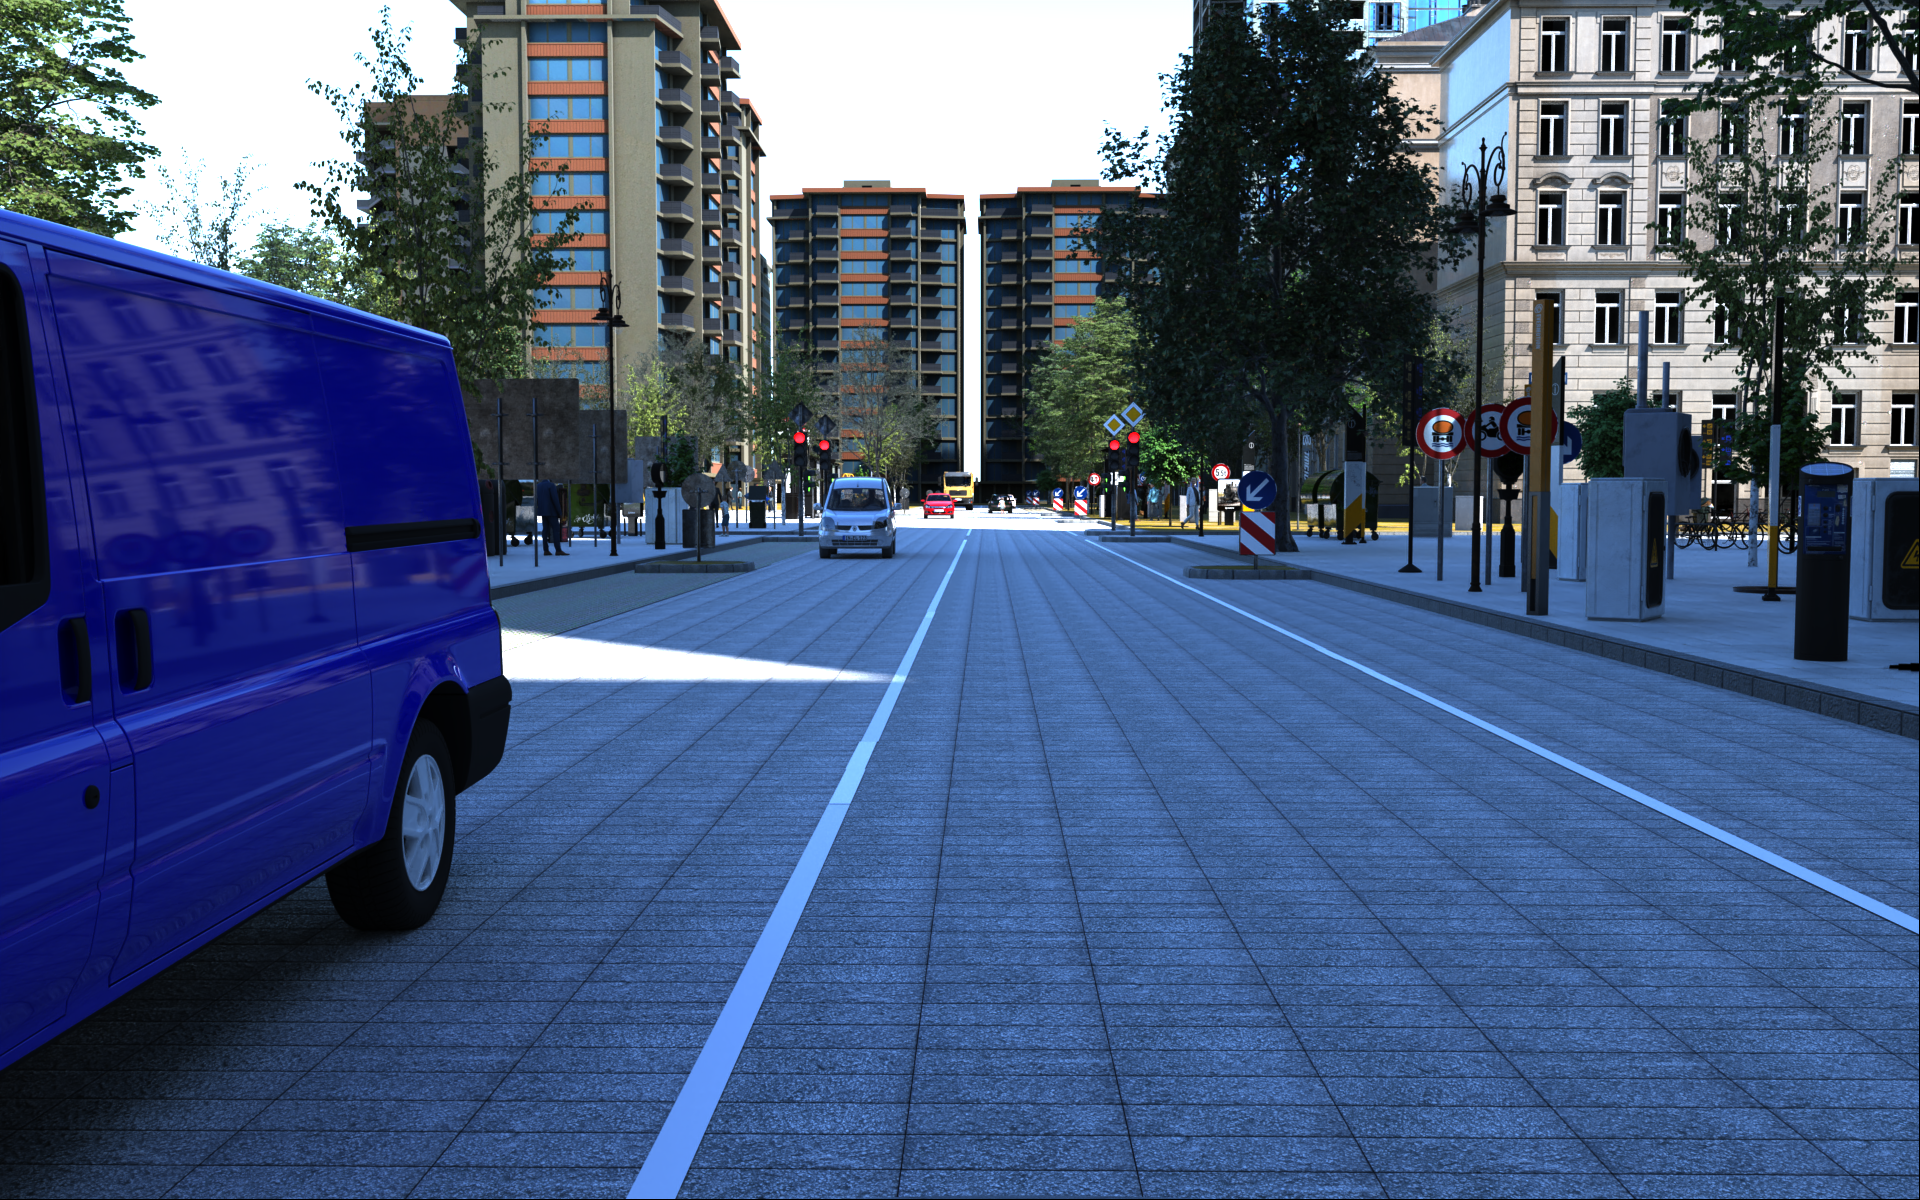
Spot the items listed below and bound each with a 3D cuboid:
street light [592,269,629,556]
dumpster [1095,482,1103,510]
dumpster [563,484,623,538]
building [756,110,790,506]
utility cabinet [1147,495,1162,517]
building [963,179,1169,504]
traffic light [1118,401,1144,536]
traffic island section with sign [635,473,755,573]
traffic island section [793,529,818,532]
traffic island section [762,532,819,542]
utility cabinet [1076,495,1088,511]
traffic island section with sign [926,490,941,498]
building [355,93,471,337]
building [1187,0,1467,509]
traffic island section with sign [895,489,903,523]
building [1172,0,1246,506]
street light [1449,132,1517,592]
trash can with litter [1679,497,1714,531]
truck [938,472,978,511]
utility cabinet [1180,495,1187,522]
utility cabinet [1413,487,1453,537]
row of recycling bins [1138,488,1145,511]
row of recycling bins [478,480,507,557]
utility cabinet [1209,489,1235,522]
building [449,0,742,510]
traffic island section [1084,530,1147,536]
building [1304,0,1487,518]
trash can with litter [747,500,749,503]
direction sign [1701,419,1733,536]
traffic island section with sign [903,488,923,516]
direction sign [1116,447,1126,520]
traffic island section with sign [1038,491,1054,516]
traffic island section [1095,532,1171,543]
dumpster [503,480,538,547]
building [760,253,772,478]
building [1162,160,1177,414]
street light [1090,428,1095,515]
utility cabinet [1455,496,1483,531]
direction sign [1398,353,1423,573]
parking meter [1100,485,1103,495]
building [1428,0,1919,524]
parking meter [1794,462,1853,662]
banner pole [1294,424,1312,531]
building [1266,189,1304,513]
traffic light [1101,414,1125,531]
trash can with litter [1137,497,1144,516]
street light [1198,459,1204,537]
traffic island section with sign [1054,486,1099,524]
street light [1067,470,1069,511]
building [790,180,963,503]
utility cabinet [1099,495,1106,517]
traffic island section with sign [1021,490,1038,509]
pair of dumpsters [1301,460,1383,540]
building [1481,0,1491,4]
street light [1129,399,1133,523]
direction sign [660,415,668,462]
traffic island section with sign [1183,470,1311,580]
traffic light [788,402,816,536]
[{"bbox_3d":[-7.188,-3.853,35.783,0.468,5.910,1.993,0,4,1],"label":"street light"},{"bbox_3d":[11.303,-8.122,135.285,1.502,2.255,1.985,0,4,1],"label":"dumpster"},{"bbox_3d":[-10.793,-2.950,50.732,1.502,2.255,1.985,0,4,1],"label":"dumpster"},{"bbox_3d":[-34.373,-32.530,186.485,28.867,44.769,22.147,0,4,1],"label":"building"},{"bbox_3d":[10.745,-5.175,95.778,1.020,1.237,0.306,-3,5,-40],"label":"utility cabinet"},{"bbox_3d":[15.316,-36.022,243.591,28.867,44.769,22.147,0,4,1],"label":"building"},{"bbox_3d":[5.232,-3.894,52.583,0.839,4.253,0.868,0,4,1],"label":"traffic light"},{"bbox_3d":[-4.868,-1.438,32.142,1.989,1.847,2.006,0,4,1],"label":"traffic island section with sign"},{"bbox_3d":[-4.741,-2.359,60.845,2.009,0.180,2.903,0,4,1],"label":"traffic island section"},{"bbox_3d":[-4.868,-1.870,52.861,2.009,0.180,2.903,0,4,1],"label":"traffic island section"},{"bbox_3d":[9.092,-7.225,129.287,0.306,1.237,1.020,3,5,44],"label":"utility cabinet"},{"bbox_3d":[-2.786,-9.469,163.447,1.989,1.847,2.006,0,4,1],"label":"traffic island section with sign"},{"bbox_3d":[-56.830,-33.089,191.116,14.200,45.320,14.600,0,4,1],"label":"building"},{"bbox_3d":[34.031,-51.697,157.915,22.319,86.520,31.000,0,4,1],"label":"building"},{"bbox_3d":[-4.014,-4.757,86.404,1.989,1.847,2.006,0,4,1],"label":"traffic island section with sign"},{"bbox_3d":[33.937,-45.672,184.992,20.563,71.187,20.611,0,4,1],"label":"building"},{"bbox_3d":[6.782,-3.048,22.621,0.468,5.910,1.993,0,4,1],"label":"street light"},{"bbox_3d":[25.408,-2.963,59.826,1.055,1.170,0.624,-1,4,-14],"label":"trash can with litter"},{"bbox_3d":[-0.108,-9.586,152.654,3.469,3.379,9.791,0,4,1],"label":"truck"},{"bbox_3d":[10.483,-4.288,81.267,0.306,1.237,1.020,1,4,11],"label":"utility cabinet"},{"bbox_3d":[13.904,-2.591,51.037,1.173,1.500,0.318,1,4,16],"label":"utility cabinet"},{"bbox_3d":[11.738,-7.138,123.814,3.534,1.692,1.069,3,5,43],"label":"row of recycling bins"},{"bbox_3d":[-10.002,-1.716,35.175,1.069,1.692,3.534,0,4,-2],"label":"row of recycling bins"},{"bbox_3d":[11.846,-4.256,78.268,1.173,1.500,0.318,1,4,11],"label":"utility cabinet"},{"bbox_3d":[-30.936,-30.317,150.304,22.147,44.769,28.867,0,4,1],"label":"building"},{"bbox_3d":[5.399,-2.349,60.680,2.009,0.180,2.903,0,4,1],"label":"traffic island section"},{"bbox_3d":[28.035,-19.217,100.097,13.634,28.700,20.117,0,4,1],"label":"building"},{"bbox_3d":[-11.052,-5.023,93.505,0.624,1.170,1.055,1,4,14],"label":"trash can with litter"},{"bbox_3d":[22.986,-3.711,52.678,0.876,3.537,0.379,2,4,32],"label":"direction sign"},{"bbox_3d":[-3.578,-6.444,113.992,1.989,1.847,2.006,0,4,1],"label":"traffic island section with sign"},{"bbox_3d":[7.823,-5.641,84.235,0.379,3.537,0.876,-2,4,-26],"label":"direction sign"},{"bbox_3d":[6.217,-6.336,112.228,1.989,1.847,2.006,0,4,1],"label":"traffic island section with sign"},{"bbox_3d":[5.272,-1.860,52.696,2.009,0.180,2.903,0,4,1],"label":"traffic island section"},{"bbox_3d":[-11.301,-2.465,42.794,1.502,2.255,1.985,0,4,1],"label":"dumpster"},{"bbox_3d":[-39.994,-34.114,249.642,23.993,40.220,32.217,0,4,1],"label":"building"},{"bbox_3d":[43.551,-40.202,246.547,27.495,52.752,28.713,0,4,1],"label":"building"},{"bbox_3d":[8.126,-8.198,106.825,0.468,5.910,1.993,0,4,1],"label":"street light"},{"bbox_3d":[17.867,-3.035,60.776,0.306,1.237,1.020,-2,4,-32],"label":"utility cabinet"},{"bbox_3d":[7.386,-2.221,28.313,0.379,3.537,0.876,2,4,33],"label":"direction sign"},{"bbox_3d":[9.083,-6.355,109.619,0.399,1.863,0.255,0,4,-2],"label":"parking meter"},{"bbox_3d":[35.428,-17.237,79.081,25.104,27.353,12.463,0,4,1],"label":"building"},{"bbox_3d":[6.676,-0.305,13.391,0.372,1.533,0.369,0,3,0],"label":"parking meter"},{"bbox_3d":[12.059,-4.332,60.844,0.401,3.779,0.863,-2,4,-34],"label":"banner pole"},{"bbox_3d":[29.462,-19.911,122.802,12.463,27.353,25.104,0,4,1],"label":"building"},{"bbox_3d":[5.359,-4.382,60.567,0.839,4.253,0.868,0,4,1],"label":"traffic light"},{"bbox_3d":[10.651,-5.570,102.450,0.624,1.170,1.055,-2,4,-31],"label":"trash can with litter"},{"bbox_3d":[7.294,-4.856,52.186,0.468,5.910,1.993,0,4,1],"label":"street light"},{"bbox_3d":[5.796,-4.688,85.276,1.989,1.847,2.006,0,4,1],"label":"traffic island section with sign"},{"bbox_3d":[8.461,-9.925,135.059,0.468,5.910,1.993,0,4,1],"label":"street light"},{"bbox_3d":[-13.544,-36.063,244.261,28.867,44.769,22.147,0,4,1],"label":"building"},{"bbox_3d":[8.221,-5.171,95.708,1.020,1.237,0.306,-1,4,-12],"label":"utility cabinet"},{"bbox_3d":[7.019,-9.414,162.546,1.989,1.847,2.006,0,4,1],"label":"traffic island section with sign"},{"bbox_3d":[10.973,-2.895,49.825,1.574,2.255,4.437,0,4,1],"label":"pair of dumpsters"},{"bbox_3d":[68.088,-49.108,241.173,20.611,71.187,20.563,0,4,1],"label":"building"},{"bbox_3d":[7.665,-6.412,77.625,0.468,5.910,1.993,0,4,1],"label":"street light"},{"bbox_3d":[-8.551,-3.553,50.093,0.379,3.537,0.876,-1,4,-20],"label":"direction sign"},{"bbox_3d":[4.912,-1.304,29.956,1.989,1.847,2.006,0,4,1],"label":"traffic island section with sign"},{"bbox_3d":[-4.828,-3.902,52.726,0.839,4.253,0.868,0,4,1],"label":"traffic light"}]
